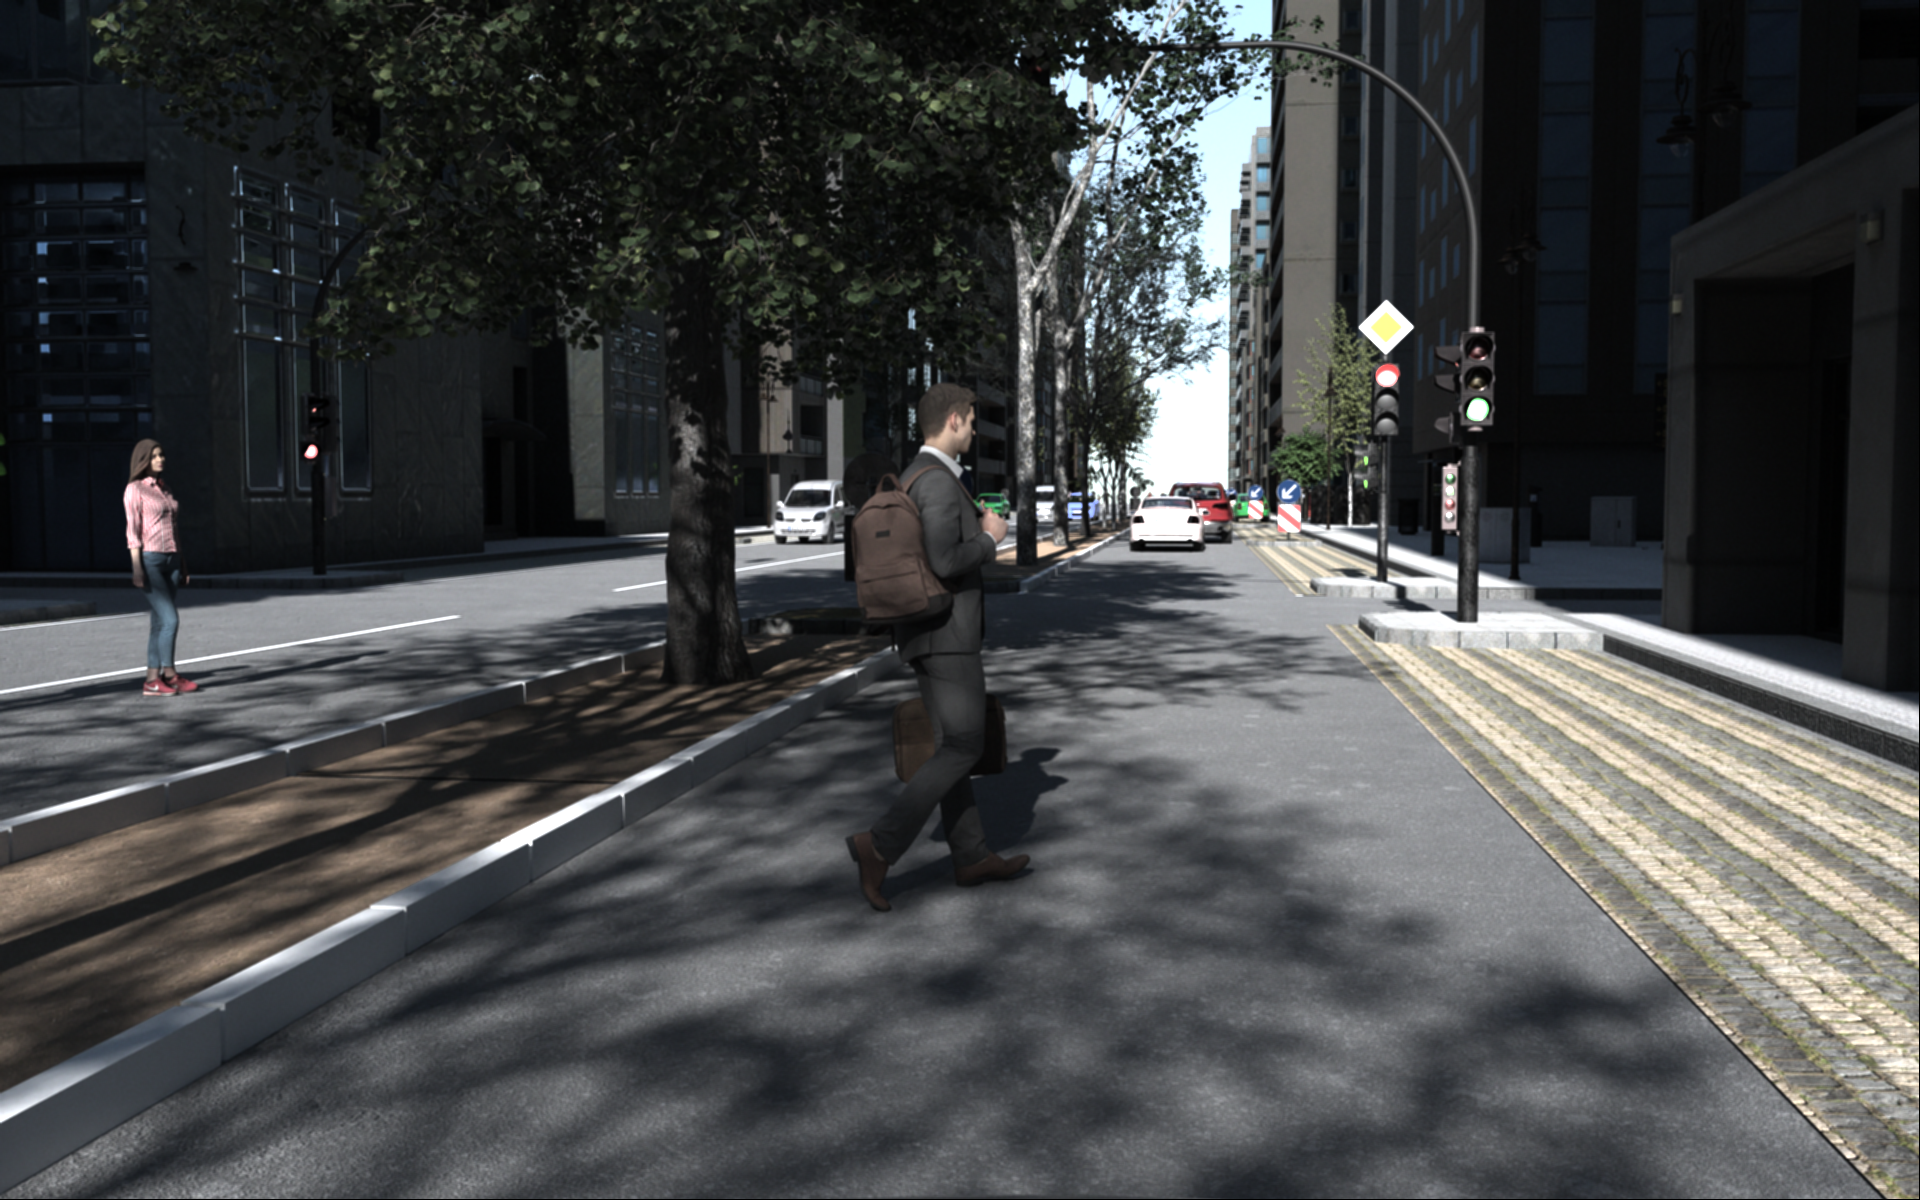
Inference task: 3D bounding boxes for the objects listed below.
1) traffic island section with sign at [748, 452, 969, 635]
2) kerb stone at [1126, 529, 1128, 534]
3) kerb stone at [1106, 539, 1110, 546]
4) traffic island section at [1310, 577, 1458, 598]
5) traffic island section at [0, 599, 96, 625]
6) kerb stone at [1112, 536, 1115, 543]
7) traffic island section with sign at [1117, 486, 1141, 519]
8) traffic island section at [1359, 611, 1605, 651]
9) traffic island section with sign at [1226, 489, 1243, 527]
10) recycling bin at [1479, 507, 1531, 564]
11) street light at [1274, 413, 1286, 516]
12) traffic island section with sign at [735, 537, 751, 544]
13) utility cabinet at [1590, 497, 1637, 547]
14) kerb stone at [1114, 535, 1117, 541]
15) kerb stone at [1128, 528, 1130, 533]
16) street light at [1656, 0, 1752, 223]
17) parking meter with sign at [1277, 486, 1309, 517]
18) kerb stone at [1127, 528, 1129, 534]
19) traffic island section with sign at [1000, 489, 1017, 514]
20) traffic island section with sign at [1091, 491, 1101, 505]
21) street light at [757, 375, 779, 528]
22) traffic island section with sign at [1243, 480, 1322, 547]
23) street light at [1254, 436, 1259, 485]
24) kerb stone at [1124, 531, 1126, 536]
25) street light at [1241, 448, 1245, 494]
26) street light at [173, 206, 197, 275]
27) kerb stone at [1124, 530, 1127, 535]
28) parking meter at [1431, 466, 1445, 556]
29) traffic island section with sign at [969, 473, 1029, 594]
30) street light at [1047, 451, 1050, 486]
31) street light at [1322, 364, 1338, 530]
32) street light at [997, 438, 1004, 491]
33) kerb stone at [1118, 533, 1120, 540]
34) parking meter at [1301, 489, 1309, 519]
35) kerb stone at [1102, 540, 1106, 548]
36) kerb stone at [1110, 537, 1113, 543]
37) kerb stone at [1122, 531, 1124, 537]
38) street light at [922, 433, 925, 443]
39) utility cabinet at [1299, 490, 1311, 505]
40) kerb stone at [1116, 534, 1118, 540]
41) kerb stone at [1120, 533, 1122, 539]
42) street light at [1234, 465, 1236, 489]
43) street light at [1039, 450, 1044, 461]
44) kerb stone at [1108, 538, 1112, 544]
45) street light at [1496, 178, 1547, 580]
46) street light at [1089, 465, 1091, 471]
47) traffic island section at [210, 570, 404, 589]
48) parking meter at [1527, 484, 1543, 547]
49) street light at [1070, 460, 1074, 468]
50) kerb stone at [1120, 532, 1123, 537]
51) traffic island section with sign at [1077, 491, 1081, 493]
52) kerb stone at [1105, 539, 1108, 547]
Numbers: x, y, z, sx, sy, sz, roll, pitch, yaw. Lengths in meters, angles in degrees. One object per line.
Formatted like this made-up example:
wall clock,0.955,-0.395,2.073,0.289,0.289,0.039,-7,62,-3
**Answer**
traffic island section with sign,-1.055,-0.633,18.479,2.006,1.907,1.989,0,4,8
kerb stone,5.589,-2.266,59.238,0.120,0.150,1.000,0,4,8
kerb stone,3.914,-1.518,47.037,0.120,0.150,1.000,0,4,8
traffic island section,6.189,-0.185,25.310,2.009,0.180,2.903,0,4,8
traffic island section,-11.282,0.162,19.635,2.009,0.180,2.903,0,4,8
kerb stone,4.334,-1.706,50.090,0.120,0.150,1.000,0,4,8
traffic island section with sign,10.126,-5.635,100.267,2.006,1.907,1.989,0,4,8
traffic island section,5.107,0.299,17.398,2.009,0.180,2.903,0,4,8
traffic island section with sign,12.613,-4.040,74.679,1.989,1.847,2.006,0,4,8
recycling bin,10.150,-1.206,32.273,0.722,1.027,0.722,3,5,43
street light,18.841,-7.936,102.541,0.468,5.910,1.993,0,4,8
traffic island section with sign,-7.122,-2.534,50.052,1.989,1.847,2.006,0,4,8
utility cabinet,15.886,-1.894,42.124,1.020,1.237,0.306,3,5,41
kerb stone,4.475,-1.768,51.103,0.120,0.150,1.000,0,4,8
kerb stone,5.858,-2.390,61.268,0.120,0.150,1.000,0,4,8
street light,7.083,-2.683,16.648,0.468,5.910,1.993,0,4,8
parking meter with sign,18.571,-6.136,96.582,1.738,3.016,0.543,1,4,10
kerb stone,5.722,-2.328,60.255,0.120,0.150,1.000,0,4,8
traffic island section with sign,3.267,-7.184,126.087,1.989,1.847,2.006,0,4,8
traffic island section with sign,18.124,-13.826,234.689,1.989,1.847,2.006,0,4,8
street light,-7.238,-5.666,65.424,0.468,5.910,1.993,0,4,8
traffic island section with sign,8.965,-2.406,47.971,1.989,1.847,2.006,0,4,8
street light,23.717,-10.149,138.721,0.468,5.910,1.993,0,4,8
kerb stone,5.305,-2.134,57.214,0.120,0.150,1.000,0,4,8
street light,30.134,-12.950,184.515,0.468,5.910,1.993,0,4,8
street light,-12.067,-3.385,28.133,0.468,5.910,1.993,0,4,8
kerb stone,5.453,-2.195,58.225,0.120,0.150,1.000,0,4,8
parking meter,9.972,-1.859,36.110,0.255,1.863,0.399,1,4,14
traffic island section with sign,-0.042,-1.081,25.817,2.006,1.907,1.989,0,4,8
street light,9.517,-13.050,186.155,0.468,5.910,1.993,0,4,8
street light,13.213,-5.455,61.969,0.468,5.910,1.993,0,4,8
street light,3.259,-10.264,140.609,0.468,5.910,1.993,0,4,8
kerb stone,4.751,-1.892,53.137,0.120,0.150,1.000,0,4,8
parking meter,17.577,-4.879,88.185,0.372,1.533,0.369,0,3,0
kerb stone,3.643,-1.395,45.007,0.120,0.150,1.000,0,4,8
kerb stone,4.191,-1.644,49.077,0.120,0.150,1.000,0,4,8
kerb stone,5.171,-2.079,56.188,0.120,0.150,1.000,0,4,8
street light,-1.777,-8.012,103.778,0.468,5.910,1.993,0,4,8
utility cabinet,19.587,-5.433,97.504,1.173,1.500,0.318,2,4,27
kerb stone,4.608,-1.826,52.118,0.120,0.150,1.000,0,4,8
kerb stone,4.893,-1.955,54.159,0.120,0.150,1.000,0,4,8
street light,34.995,-15.163,220.696,0.468,5.910,1.993,0,4,8
street light,8.277,-12.478,176.801,0.468,5.910,1.993,0,4,8
kerb stone,4.060,-1.582,48.063,0.120,0.150,1.000,0,4,8
street light,8.316,-3.242,25.792,0.468,5.910,1.993,0,4,8
street light,19.396,-17.487,258.695,0.468,5.910,1.993,0,4,8
traffic island section,-10.200,-0.322,27.547,2.009,0.180,2.903,0,4,8
parking meter,13.944,-2.057,42.039,0.372,1.533,0.369,0,3,0
street light,14.393,-15.263,222.335,0.468,5.910,1.993,0,4,8
kerb stone,5.031,-2.017,55.173,0.120,0.150,1.000,0,4,8
traffic island section with sign,14.384,-12.155,207.363,1.989,1.847,2.006,0,4,8
kerb stone,3.772,-1.457,46.025,0.120,0.150,1.000,0,4,8
